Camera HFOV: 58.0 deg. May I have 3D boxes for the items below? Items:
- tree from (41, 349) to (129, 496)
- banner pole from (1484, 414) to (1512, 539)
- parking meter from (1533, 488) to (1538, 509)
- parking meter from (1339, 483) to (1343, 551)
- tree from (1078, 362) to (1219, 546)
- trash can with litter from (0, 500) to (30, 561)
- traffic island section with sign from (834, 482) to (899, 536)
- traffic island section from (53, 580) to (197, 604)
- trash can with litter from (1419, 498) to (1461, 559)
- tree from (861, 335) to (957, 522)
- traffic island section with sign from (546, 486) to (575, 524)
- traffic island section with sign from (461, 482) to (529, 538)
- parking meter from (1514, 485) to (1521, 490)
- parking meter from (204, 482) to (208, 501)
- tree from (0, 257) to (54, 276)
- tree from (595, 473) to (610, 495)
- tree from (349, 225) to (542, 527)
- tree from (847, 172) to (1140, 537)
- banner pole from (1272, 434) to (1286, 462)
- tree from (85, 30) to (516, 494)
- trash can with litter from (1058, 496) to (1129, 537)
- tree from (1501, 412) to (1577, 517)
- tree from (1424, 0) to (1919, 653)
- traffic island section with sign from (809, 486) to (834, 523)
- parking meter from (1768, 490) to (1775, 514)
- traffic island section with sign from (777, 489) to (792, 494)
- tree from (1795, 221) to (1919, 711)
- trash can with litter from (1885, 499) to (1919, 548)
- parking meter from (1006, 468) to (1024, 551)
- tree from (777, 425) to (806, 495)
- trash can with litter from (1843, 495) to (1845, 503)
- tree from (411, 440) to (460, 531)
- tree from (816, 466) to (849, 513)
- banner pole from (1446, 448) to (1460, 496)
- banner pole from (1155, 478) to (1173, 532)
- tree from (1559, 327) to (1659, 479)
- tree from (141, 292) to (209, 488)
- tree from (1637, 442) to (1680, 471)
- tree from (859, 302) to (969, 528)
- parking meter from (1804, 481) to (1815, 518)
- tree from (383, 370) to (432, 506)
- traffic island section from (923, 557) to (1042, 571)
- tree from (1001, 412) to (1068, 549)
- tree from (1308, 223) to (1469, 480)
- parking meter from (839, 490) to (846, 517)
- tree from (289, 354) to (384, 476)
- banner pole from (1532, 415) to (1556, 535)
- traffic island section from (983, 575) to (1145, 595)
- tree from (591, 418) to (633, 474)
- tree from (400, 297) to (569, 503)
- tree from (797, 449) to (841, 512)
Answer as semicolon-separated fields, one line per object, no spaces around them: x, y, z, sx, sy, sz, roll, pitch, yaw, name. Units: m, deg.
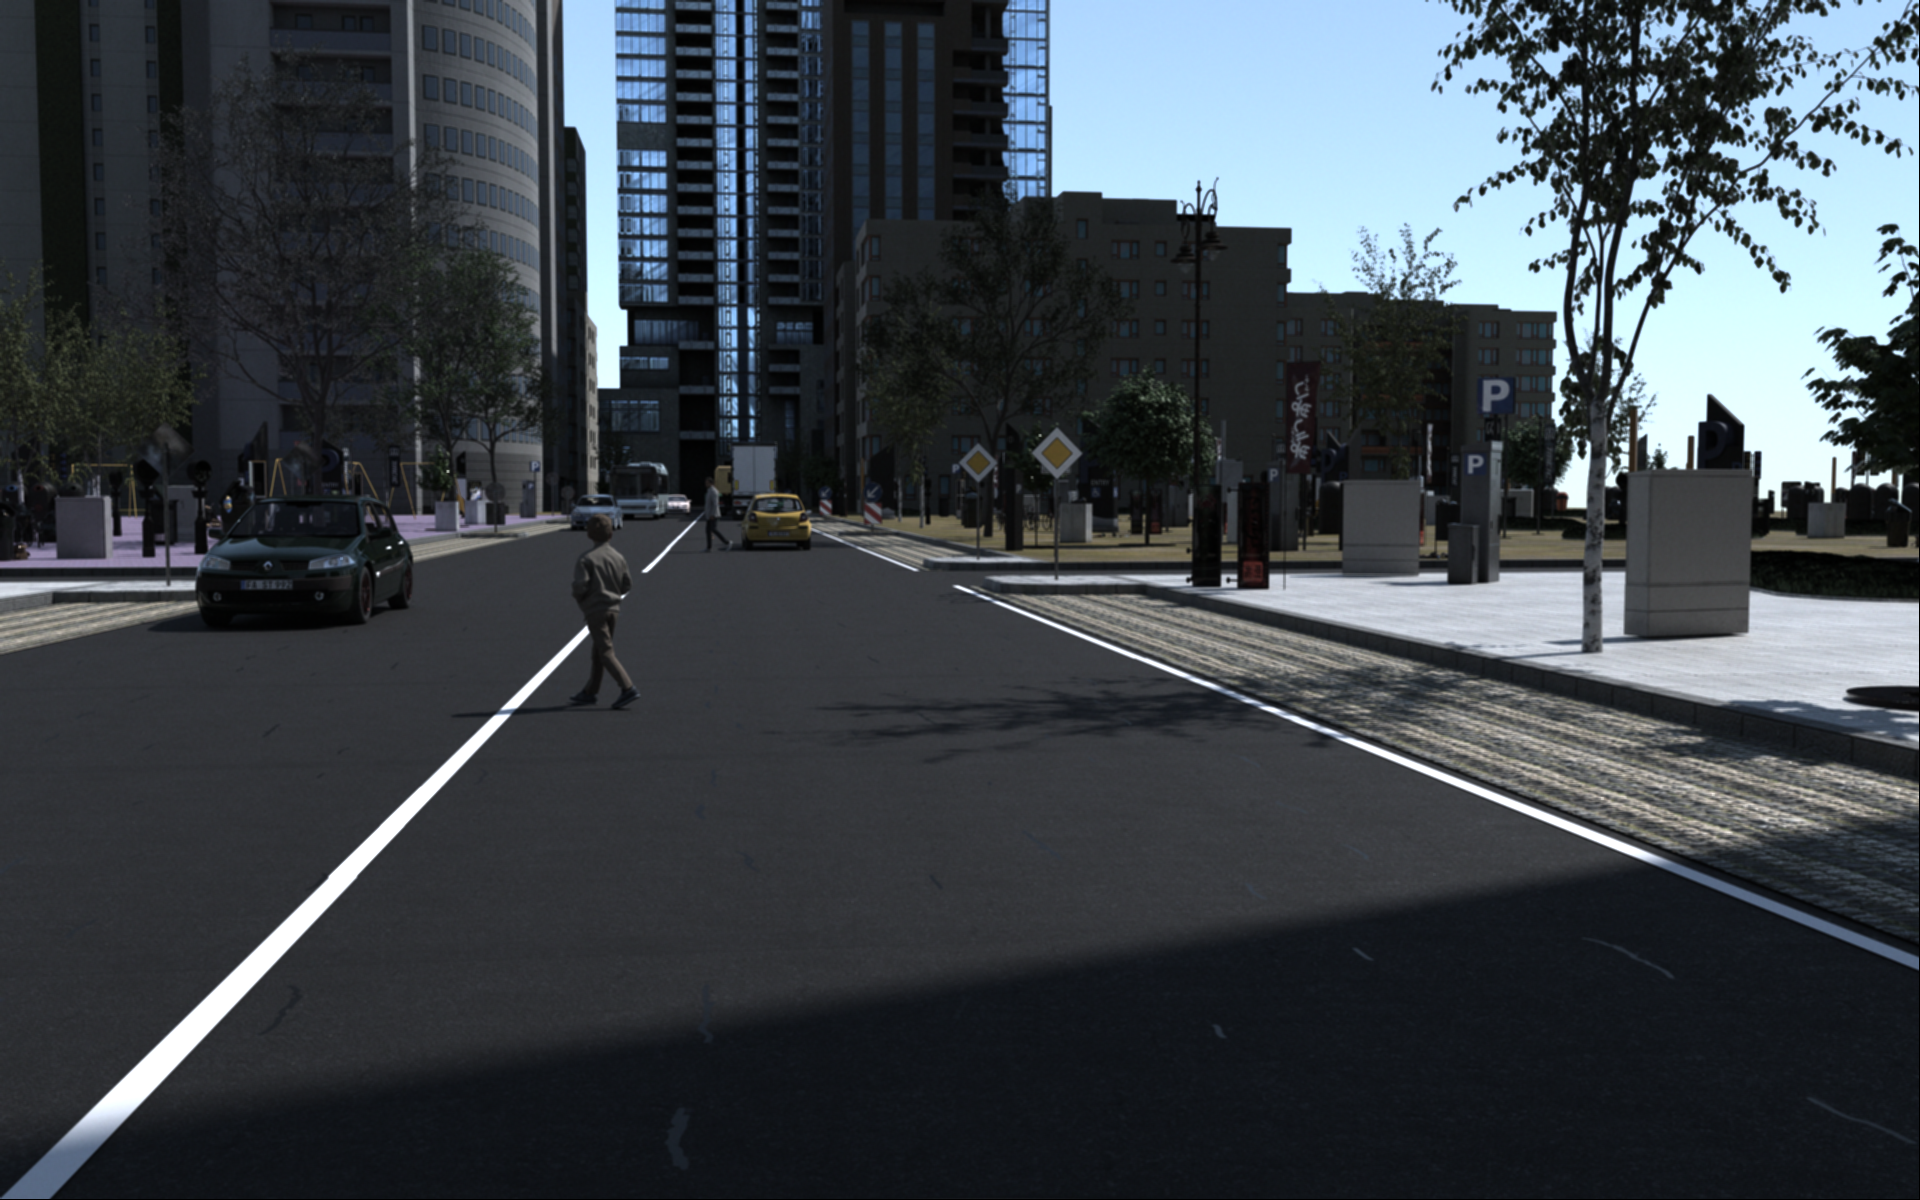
-43.548;-8.339;86.705;4.360;8.622;3.978;0;3;0;tree
15.524;-3.670;50.014;0.863;3.779;0.401;0;4;2;banner pole
33.444;-5.803;100.582;0.399;1.863;0.255;3;5;39;parking meter
8.806;-1.892;39.350;0.372;1.533;0.369;0;3;0;parking meter
4.724;-3.626;43.005;4.285;4.588;4.351;0;3;0;tree
-18.476;-1.349;33.444;0.624;1.170;1.055;0;4;-2;trash can with litter
-3.180;-3.123;59.684;1.989;1.847;2.006;0;4;-8;traffic island section with sign
-11.066;-0.115;24.168;2.009;0.180;2.903;0;4;-8;traffic island section
9.461;-1.464;34.991;2.233;1.210;1.678;1;4;9;trash can with litter
-2.559;-7.903;79.570;4.360;8.622;3.978;0;3;0;tree
-18.905;-4.590;83.676;1.989;1.847;2.006;0;4;-8;traffic island section with sign
-15.246;-2.951;56.883;1.989;1.847;2.006;0;4;-8;traffic island section with sign
34.049;-6.121;105.781;0.399;1.863;0.255;0;4;2;parking meter
-37.718;-4.931;86.335;0.399;1.863;0.255;2;4;30;parking meter
-28.840;-6.306;53.471;4.737;8.622;4.395;0;3;0;tree
-32.004;-9.838;155.452;1.663;3.219;1.824;0;3;0;tree
-19.911;-8.651;67.194;9.928;11.665;9.643;0;3;0;tree
0.843;-7.142;51.183;8.767;10.594;7.601;0;4;-4;tree
13.240;-5.028;72.227;0.863;3.779;0.401;3;5;42;banner pole
-17.175;-8.297;46.020;12.009;13.543;11.850;0;3;0;tree
3.969;-2.490;51.771;2.233;1.210;1.678;0;4;-3;trash can with litter
23.152;-5.268;69.840;4.285;4.588;4.351;0;3;0;tree
5.373;-3.882;13.841;4.360;8.622;3.978;0;3;0;tree
-6.861;-4.756;86.388;1.989;1.847;2.006;0;4;-8;traffic island section with sign
52.425;-6.330;111.913;0.372;1.533;0.369;0;3;0;parking meter
-13.621;-7.776;135.771;1.989;1.847;2.006;0;4;-8;traffic island section with sign
6.024;-0.982;10.654;1.663;3.219;1.824;0;3;0;tree
22.923;-1.861;41.807;1.055;1.170;0.624;2;4;32;trash can with litter
1.237;-2.048;39.201;0.255;1.863;0.399;3;5;40;parking meter
-17.777;-14.340;184.828;4.737;8.622;4.395;0;3;0;tree
47.027;-4.926;91.591;1.678;1.210;2.233;-2;4;-27;trash can with litter
-18.342;-4.080;61.306;1.663;3.219;1.824;0;3;0;tree
-8.537;-7.472;116.774;1.663;3.219;1.824;0;3;0;tree
26.509;-6.322;93.374;0.863;3.779;0.401;2;4;29;banner pole
6.877;-4.204;58.749;0.401;3.779;0.863;-2;4;-35;banner pole
28.212;-7.682;75.962;4.737;8.622;4.395;0;3;0;tree
-29.179;-6.840;62.192;4.737;8.622;4.395;0;3;0;tree
26.163;-4.296;64.843;1.663;3.219;1.824;0;3;0;tree
-1.677;-7.026;65.246;4.737;8.622;4.395;0;3;0;tree
39.038;-4.520;79.611;0.255;1.863;0.399;-2;4;-26;parking meter
-32.309;-9.027;97.953;4.360;8.622;3.978;0;3;0;tree
0.373;-0.704;33.788;2.009;0.180;2.903;0;4;-8;traffic island section
1.766;-2.848;41.168;1.663;3.219;1.824;0;3;0;tree
11.602;-5.870;46.339;4.737;8.622;4.395;0;3;0;tree
-6.699;-5.526;98.757;0.372;1.533;0.369;0;3;0;parking meter
-33.215;-8.568;90.449;4.360;8.622;3.978;0;3;0;tree
18.424;-3.946;54.539;0.401;3.779;0.863;-2;4;-29;banner pole
1.459;-0.220;25.877;2.009;0.180;2.903;0;4;-8;traffic island section
-32.832;-13.084;164.287;4.737;8.622;4.395;0;3;0;tree
-20.580;-8.634;75.573;7.601;10.594;8.767;0;4;-4;tree
-10.247;-8.721;126.303;4.285;4.588;4.351;0;3;0;tree
